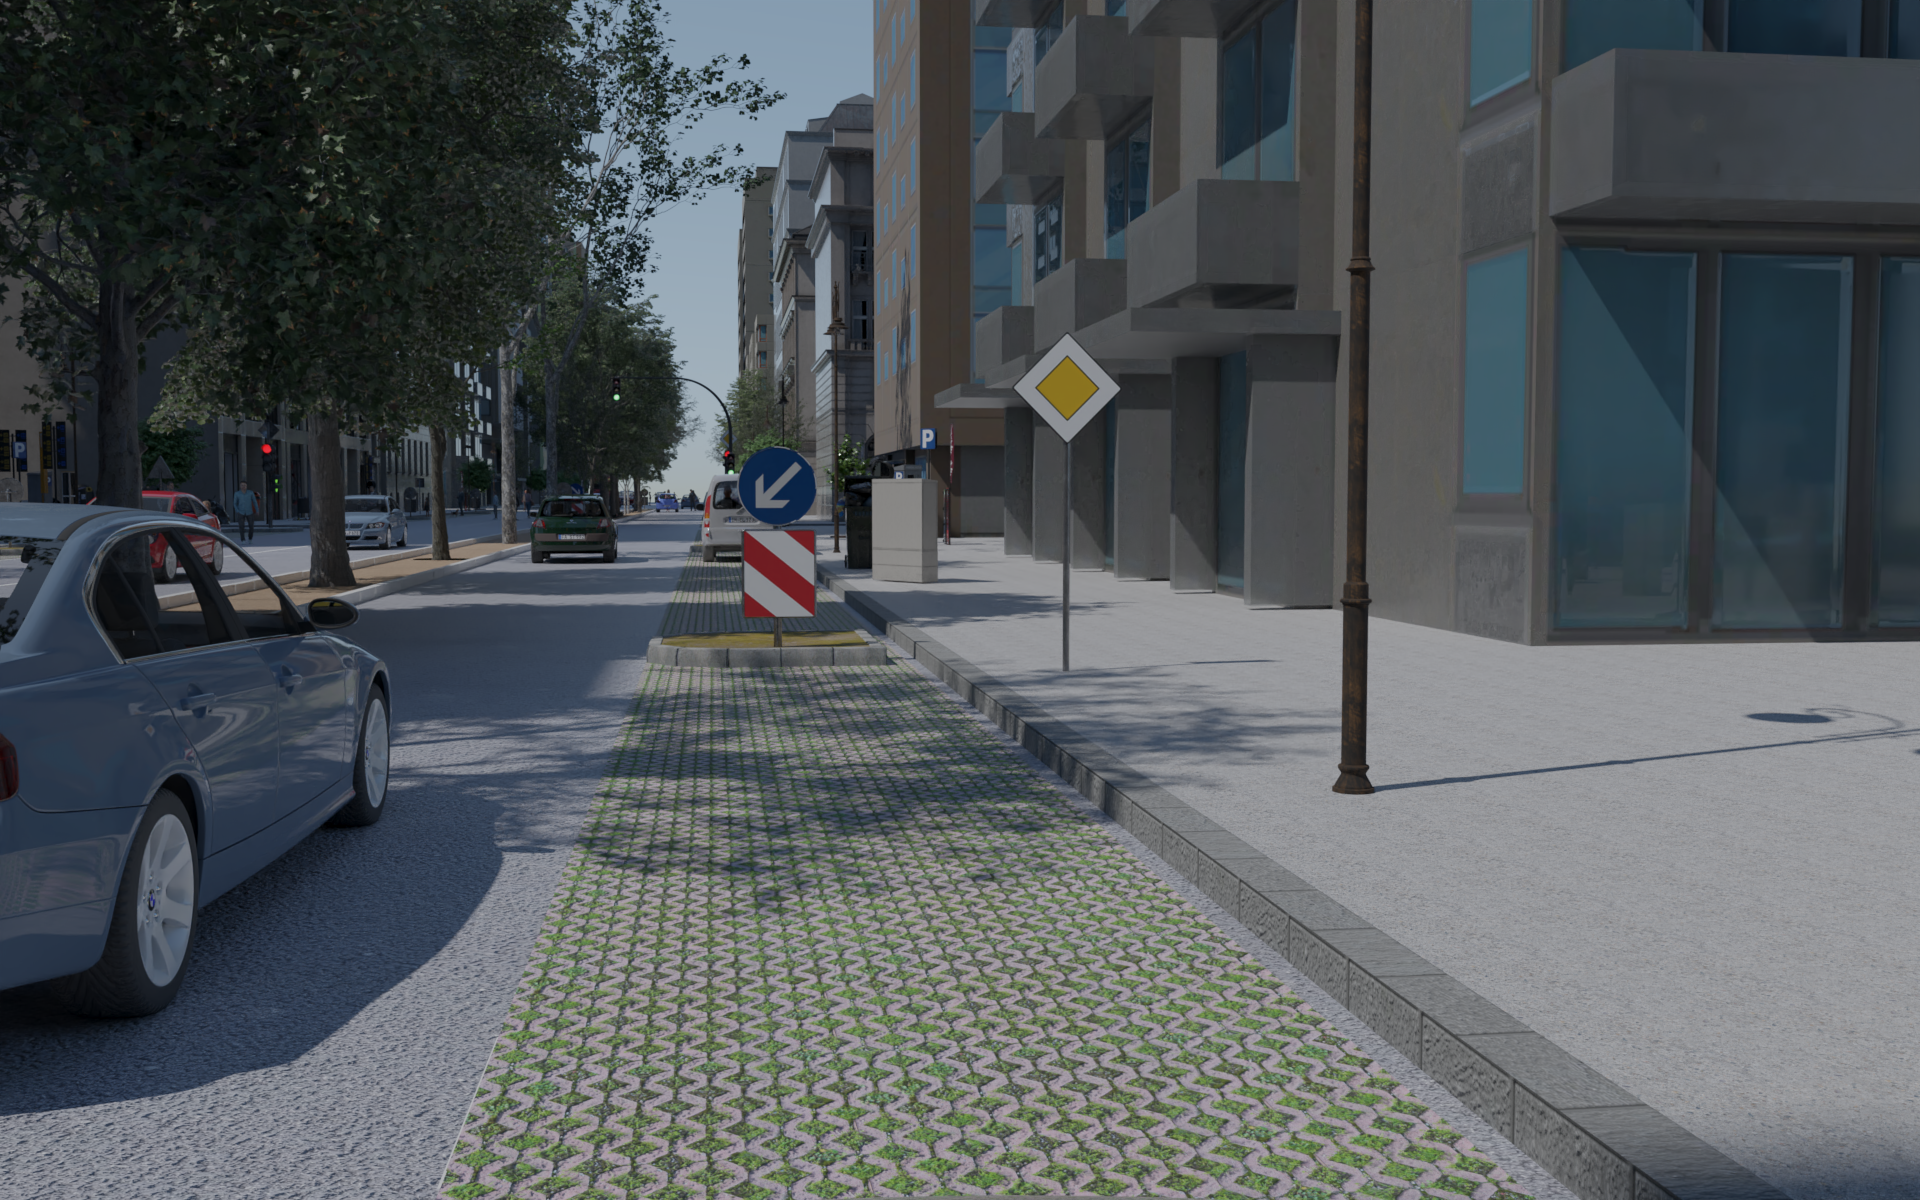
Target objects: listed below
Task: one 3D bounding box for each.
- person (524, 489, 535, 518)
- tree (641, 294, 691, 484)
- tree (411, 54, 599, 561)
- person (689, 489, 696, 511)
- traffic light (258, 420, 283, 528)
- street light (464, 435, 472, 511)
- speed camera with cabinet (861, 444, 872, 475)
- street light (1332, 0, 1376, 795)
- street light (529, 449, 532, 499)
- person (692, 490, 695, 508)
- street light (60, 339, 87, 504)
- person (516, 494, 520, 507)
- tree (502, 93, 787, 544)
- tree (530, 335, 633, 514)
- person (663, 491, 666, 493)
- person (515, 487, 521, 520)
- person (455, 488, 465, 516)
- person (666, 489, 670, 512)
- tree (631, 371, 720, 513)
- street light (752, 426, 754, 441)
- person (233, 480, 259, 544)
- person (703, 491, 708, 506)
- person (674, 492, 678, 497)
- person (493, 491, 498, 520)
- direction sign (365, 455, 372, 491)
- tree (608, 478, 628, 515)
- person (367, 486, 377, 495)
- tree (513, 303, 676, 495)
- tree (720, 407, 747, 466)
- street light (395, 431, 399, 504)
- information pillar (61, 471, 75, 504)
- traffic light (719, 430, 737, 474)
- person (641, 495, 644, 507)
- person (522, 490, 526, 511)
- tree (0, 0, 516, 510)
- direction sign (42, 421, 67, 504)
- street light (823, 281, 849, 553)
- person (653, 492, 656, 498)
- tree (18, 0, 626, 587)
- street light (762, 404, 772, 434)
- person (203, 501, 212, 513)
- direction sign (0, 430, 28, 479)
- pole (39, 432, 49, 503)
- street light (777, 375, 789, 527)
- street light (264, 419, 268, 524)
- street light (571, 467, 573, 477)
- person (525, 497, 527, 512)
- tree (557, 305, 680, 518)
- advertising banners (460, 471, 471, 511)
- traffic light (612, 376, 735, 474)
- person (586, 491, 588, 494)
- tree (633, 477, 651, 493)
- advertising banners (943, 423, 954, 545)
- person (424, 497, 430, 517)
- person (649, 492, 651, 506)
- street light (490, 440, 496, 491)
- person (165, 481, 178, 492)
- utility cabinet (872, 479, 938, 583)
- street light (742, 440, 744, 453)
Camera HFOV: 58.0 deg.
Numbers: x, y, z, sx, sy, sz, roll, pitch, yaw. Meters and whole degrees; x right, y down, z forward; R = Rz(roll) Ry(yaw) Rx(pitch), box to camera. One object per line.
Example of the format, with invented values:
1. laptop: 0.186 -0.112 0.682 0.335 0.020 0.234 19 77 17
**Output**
1. person: -25.361 -5.670 101.802 0.593 1.750 0.643 1 4 22
2. tree: -19.068 -11.229 92.703 9.857 13.997 8.962 0 3 0
3. tree: -11.309 -6.658 37.078 9.928 11.665 9.643 0 3 0
4. person: -22.393 -8.372 145.182 0.655 1.846 0.447 -1 4 -13
5. traffic light: -26.029 -4.673 65.320 0.839 4.253 0.868 -1 4 -8
6. street light: -37.798 -9.815 133.267 0.468 5.910 1.993 -1 4 -8
7. speed camera with cabinet: -3.323 -4.549 68.714 0.660 3.252 2.038 -3 4 -37
8. street light: 1.697 -2.110 7.293 0.468 5.910 1.993 -1 4 -8
9. street light: -44.358 -12.611 178.983 0.468 5.910 1.993 -1 4 -8
10. person: -28.208 -10.698 183.037 1.348 1.869 0.705 2 4 26
11. street light: -26.040 -4.781 50.960 0.468 5.910 1.993 -1 4 -8
12. person: -20.279 -4.282 78.293 0.659 1.850 0.755 0 4 -6
13. tree: -11.554 -11.615 48.246 12.611 20.169 13.585 0 3 0
14. tree: -16.994 -7.654 77.962 4.360 8.622 3.978 0 3 0
15. person: -29.635 -10.099 174.343 1.217 1.743 0.721 2 4 32
16. person: -24.267 -5.257 94.626 0.473 1.802 0.592 -2 4 -28
17. person: -32.720 -6.402 113.343 0.661 1.801 0.590 3 5 42
18. person: -23.581 -8.050 140.134 0.555 1.821 0.388 -2 4 -34
19. tree: -24.611 -13.437 132.524 12.009 13.543 11.850 0 3 0
20. street light: -14.107 -8.909 118.448 0.468 5.910 1.993 -1 4 -8
21. person: -20.443 -2.512 49.591 0.660 1.820 0.620 -2 4 -30
22. person: -8.909 -3.284 62.212 0.660 1.820 0.620 -1 4 -12
23. person: -50.481 -18.203 306.127 1.348 1.823 0.705 1 4 20
24. person: -26.207 -5.345 97.694 0.330 1.601 0.589 0 4 4
25. direction sign: -34.262 -6.630 100.403 0.379 3.537 0.876 0 4 6
26. tree: -22.956 -10.123 118.331 4.737 8.622 4.395 0 3 0
27. person: -26.398 -4.225 77.860 0.520 1.790 0.573 -2 4 -27
28. tree: -17.988 -8.992 83.891 8.767 10.594 7.601 -1 4 -8
29. tree: -29.848 -19.875 235.326 12.009 13.543 11.850 0 3 0
30. street light: -33.638 -7.984 103.331 0.468 5.910 1.993 -1 4 -8
31. information pillar: -28.984 -3.173 56.373 0.304 2.012 0.304 1 4 13
32. traffic light: -10.126 -5.306 75.673 0.839 4.253 0.868 -1 4 -8
33. person: -36.505 -11.608 198.420 0.705 1.807 1.348 2 4 33
34. person: -37.711 -8.646 150.416 0.990 1.755 0.434 2 4 35
35. tree: -8.107 -5.927 16.378 9.611 12.733 9.660 0 3 0
36. direction sign: -28.247 -3.797 54.079 0.876 3.537 0.379 1 4 16
37. street light: -2.695 -3.970 37.699 0.468 5.910 1.993 -1 4 -8
38. person: -53.035 -17.882 301.656 1.217 1.735 0.721 -1 4 -21
39. tree: -9.695 -7.167 26.285 9.857 13.997 8.962 0 3 0
40. street light: -9.875 -7.098 88.837 0.468 5.910 1.993 -1 4 -8
41. person: -20.041 -2.009 46.015 0.373 1.253 0.362 -1 4 -10
42. direction sign: -33.302 -4.218 60.964 0.876 3.537 0.379 -1 4 -20
43. pole: -29.959 -3.842 56.660 0.158 3.312 0.155 0 3 0
44. street light: -6.863 -5.782 67.319 0.468 5.910 1.993 -1 4 -8
45. street light: -29.311 -6.139 73.165 0.468 5.910 1.993 -1 4 -8
46. street light: -52.061 -15.869 232.239 0.468 5.910 1.993 -1 4 -8
47. person: -35.135 -8.029 140.779 0.512 1.701 0.522 -1 4 -13
48. tree: -20.391 -11.085 101.823 7.486 12.596 7.792 0 3 0
49. advertising banners: -37.386 -8.241 130.935 0.090 3.025 2.074 0 4 4
50. traffic light: -11.051 -5.668 67.332 4.771 5.953 1.251 -1 4 -8
51. person: -40.930 -11.060 189.886 0.990 1.755 0.434 2 4 34
52. tree: -23.575 -10.404 122.929 4.360 8.622 3.978 0 3 0
53. advertising banners: -0.294 -2.904 43.676 0.090 3.025 2.074 0 4 -6
54. person: -32.128 -5.573 104.280 0.373 1.253 0.362 2 4 34
55. person: -38.156 -12.504 213.627 0.721 1.739 1.217 0 4 -5
56. street light: -40.167 -10.792 149.242 0.468 5.910 1.993 -1 4 -8
57. person: -23.886 -2.674 52.326 0.635 1.810 0.391 -3 5 -45
58. utility cabinet: -0.798 -1.012 25.220 0.318 1.500 1.173 -3 5 -40
59. street light: -18.540 -10.738 148.351 0.468 5.910 1.993 -1 4 -8
